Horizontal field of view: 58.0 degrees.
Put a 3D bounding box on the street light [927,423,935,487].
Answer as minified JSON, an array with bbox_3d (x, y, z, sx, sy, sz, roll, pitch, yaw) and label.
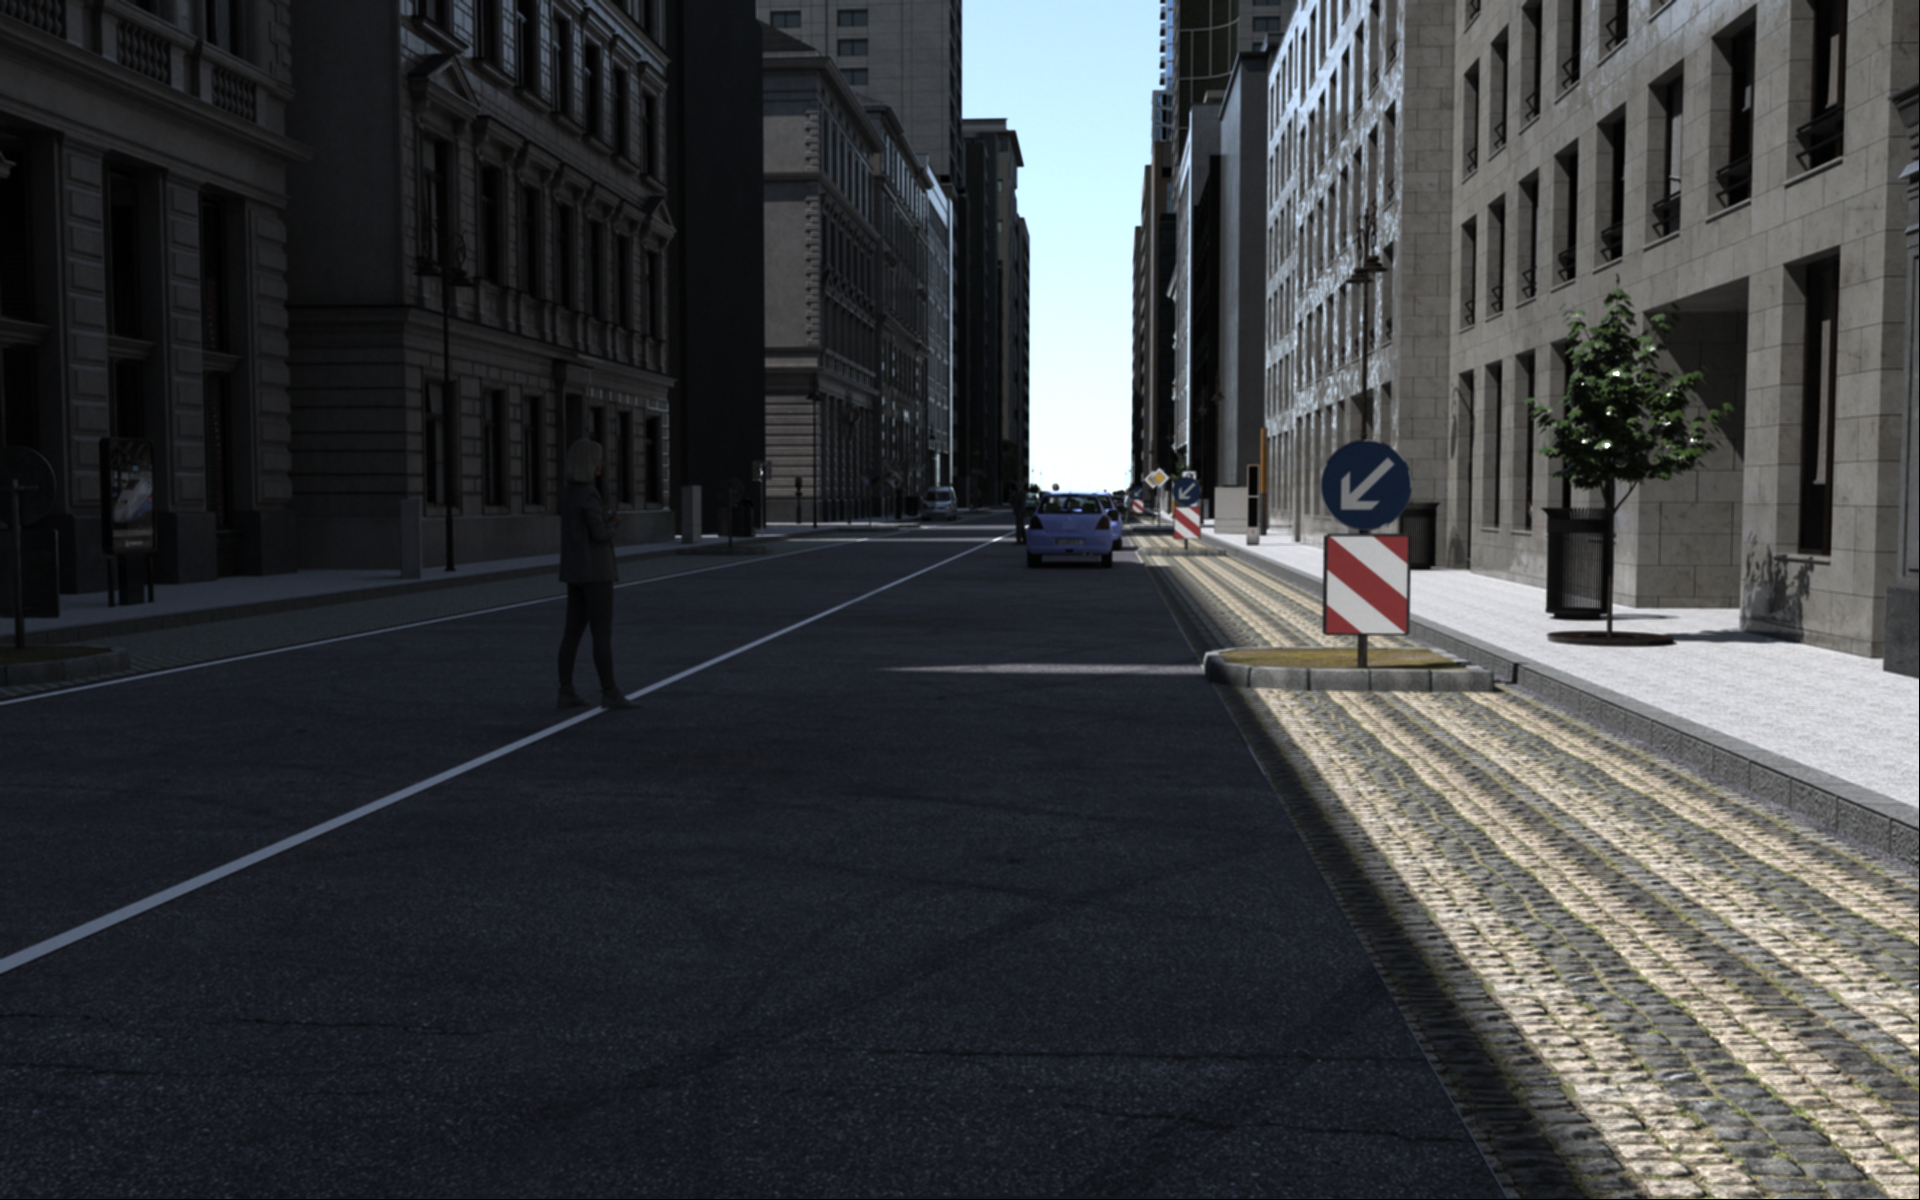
[{"bbox_3d":[-1.785,-8.456,111.051,0.468,5.910,1.993,0,4,5],"label":"street light"}]

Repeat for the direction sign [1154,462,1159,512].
[{"bbox_3d":[13.989,-8.019,123.101,0.379,3.537,0.876,-1,4,-12],"label":"direction sign"}]

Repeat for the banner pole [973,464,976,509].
[{"bbox_3d":[1.194,-9.441,144.382,0.401,3.779,0.863,1,4,21],"label":"banner pole"}]

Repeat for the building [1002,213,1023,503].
[{"bbox_3d":[2.478,-37.822,268.500,14.600,45.320,14.200,0,4,5],"label":"building"}]

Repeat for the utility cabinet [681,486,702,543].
[{"bbox_3d":[-7.026,-2.236,45.243,0.318,1.500,1.173,0,4,3],"label":"utility cabinet"}]

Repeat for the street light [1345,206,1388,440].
[{"bbox_3d":[6.581,-3.388,28.182,0.468,5.910,1.993,0,4,5],"label":"street light"}]

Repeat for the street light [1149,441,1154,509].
[{"bbox_3d":[16.553,-10.807,149.476,0.468,5.910,1.993,0,4,5],"label":"street light"}]

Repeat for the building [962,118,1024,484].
[{"bbox_3d":[-5.751,-40.272,247.683,28.713,52.752,27.495,0,4,5],"label":"building"}]

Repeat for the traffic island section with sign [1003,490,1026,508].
[{"bbox_3d":[5.329,-10.042,172.817,1.989,1.847,2.006,0,4,5],"label":"traffic island section with sign"}]

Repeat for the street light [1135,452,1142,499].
[{"bbox_3d":[19.407,-13.053,186.203,0.468,5.910,1.993,0,4,5],"label":"street light"}]

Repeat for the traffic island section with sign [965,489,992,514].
[{"bbox_3d":[1.277,-7.035,123.653,1.989,1.847,2.006,0,4,5],"label":"traffic island section with sign"}]

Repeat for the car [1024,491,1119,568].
[{"bbox_3d":[2.239,-1.554,34.997,1.945,1.707,3.694,0,4,4],"label":"car"}]

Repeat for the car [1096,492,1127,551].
[{"bbox_3d":[3.387,-2.179,45.213,1.945,1.707,3.694,0,4,6],"label":"car"}]

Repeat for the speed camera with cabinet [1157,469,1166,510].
[{"bbox_3d":[16.036,-8.719,136.889,0.660,3.252,2.038,1,4,18],"label":"speed camera with cabinet"}]

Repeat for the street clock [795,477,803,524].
[{"bbox_3d":[-6.977,-4.304,74.948,0.358,2.002,0.471,0,4,4],"label":"street clock"}]

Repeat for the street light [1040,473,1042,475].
[{"bbox_3d":[14.279,-20.392,306.198,0.468,5.910,1.993,0,4,5],"label":"street light"}]

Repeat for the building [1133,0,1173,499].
[{"bbox_3d":[38.316,-58.320,266.201,22.319,86.520,31.000,0,4,5],"label":"building"}]

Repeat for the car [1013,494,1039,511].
[{"bbox_3d":[5.183,-7.689,134.506,1.959,1.807,4.718,0,4,7],"label":"car"}]

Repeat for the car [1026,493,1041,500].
[{"bbox_3d":[5.471,-7.964,139.259,2.155,1.783,4.494,0,4,3],"label":"car"}]

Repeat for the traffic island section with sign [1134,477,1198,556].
[{"bbox_3d":[5.163,-1.952,40.543,1.989,1.847,2.006,0,4,5],"label":"traffic island section with sign"}]

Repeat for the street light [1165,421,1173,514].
[{"bbox_3d":[13.257,-8.379,109.778,0.468,5.910,1.993,0,4,5],"label":"street light"}]

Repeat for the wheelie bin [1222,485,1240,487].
[{"bbox_3d":[9.680,-3.292,61.729,0.980,1.594,0.693,-1,4,-12],"label":"wheelie bin"}]

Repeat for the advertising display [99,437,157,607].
[{"bbox_3d":[-9.622,-0.908,20.066,0.123,1.923,0.974,0,4,4],"label":"advertising display"}]

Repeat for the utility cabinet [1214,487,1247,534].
[{"bbox_3d":[8.786,-2.871,55.625,1.173,1.500,0.318,1,4,22],"label":"utility cabinet"}]

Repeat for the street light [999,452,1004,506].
[{"bbox_3d":[4.442,-13.123,187.343,0.468,5.910,1.993,0,4,5],"label":"street light"}]

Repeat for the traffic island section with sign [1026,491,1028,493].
[{"bbox_3d":[7.561,-11.701,199.938,1.989,1.847,2.006,0,4,5],"label":"traffic island section with sign"}]

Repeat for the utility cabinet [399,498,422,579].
[{"bbox_3d":[-8.431,-0.943,26.580,0.306,1.237,1.020,-1,4,-16],"label":"utility cabinet"}]

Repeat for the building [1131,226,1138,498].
[{"bbox_3d":[40.074,-40.982,293.749,21.300,48.544,21.600,0,4,5],"label":"building"}]

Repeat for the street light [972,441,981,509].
[{"bbox_3d":[1.561,-10.873,150.568,0.468,5.910,1.993,0,4,5],"label":"street light"}]

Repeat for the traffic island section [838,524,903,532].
[{"bbox_3d":[-3.450,-2.677,66.042,2.009,0.180,2.903,0,4,5],"label":"traffic island section"}]

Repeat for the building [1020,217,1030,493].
[{"bbox_3d":[0.416,-40.541,286.548,21.300,48.544,21.600,0,4,5],"label":"building"}]

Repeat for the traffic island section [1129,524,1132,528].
[{"bbox_3d":[8.159,-3.108,73.098,2.009,0.180,2.903,0,4,5],"label":"traffic island section"}]

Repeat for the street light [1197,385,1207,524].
[{"bbox_3d":[10.298,-6.159,73.480,0.468,5.910,1.993,0,4,5],"label":"street light"}]

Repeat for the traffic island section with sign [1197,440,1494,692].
[{"bbox_3d":[2.922,-0.294,13.438,1.989,1.847,2.006,0,4,5],"label":"traffic island section with sign"}]

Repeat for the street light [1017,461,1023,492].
[{"bbox_3d":[8.319,-15.942,233.439,0.468,5.910,1.993,0,4,5],"label":"street light"}]

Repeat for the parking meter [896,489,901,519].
[{"bbox_3d":[-3.182,-4.893,88.404,0.372,1.533,0.369,0,3,0],"label":"parking meter"}]

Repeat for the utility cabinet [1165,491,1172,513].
[{"bbox_3d":[14.153,-6.640,117.236,0.318,1.500,1.173,1,4,22],"label":"utility cabinet"}]

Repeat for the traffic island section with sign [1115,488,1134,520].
[{"bbox_3d":[9.650,-5.290,95.114,1.989,1.847,2.006,0,4,5],"label":"traffic island section with sign"}]

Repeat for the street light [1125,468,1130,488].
[{"bbox_3d":[26.402,-18.154,269.610,0.468,5.910,1.993,0,4,5],"label":"street light"}]

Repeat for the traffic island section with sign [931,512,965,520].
[{"bbox_3d":[-0.911,-5.392,96.786,1.989,1.847,2.006,0,4,5],"label":"traffic island section with sign"}]

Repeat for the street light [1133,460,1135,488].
[{"bbox_3d":[22.567,-15.315,223.182,0.468,5.910,1.993,0,4,5],"label":"street light"}]

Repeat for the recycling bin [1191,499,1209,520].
[{"bbox_3d":[12.106,-4.582,87.476,0.722,1.027,0.722,-1,4,-16],"label":"recycling bin"}]

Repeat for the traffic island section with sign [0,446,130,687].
[{"bbox_3d":[-7.758,-0.305,13.613,1.989,1.847,2.006,0,4,5],"label":"traffic island section with sign"}]

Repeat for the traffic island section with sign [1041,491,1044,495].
[{"bbox_3d":[14.387,-16.773,282.860,1.989,1.847,2.006,0,4,5],"label":"traffic island section with sign"}]

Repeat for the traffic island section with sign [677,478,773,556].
[{"bbox_3d":[-5.499,-1.983,41.053,1.989,1.847,2.006,0,4,5],"label":"traffic island section with sign"}]

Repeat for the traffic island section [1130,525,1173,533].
[{"bbox_3d":[7.504,-2.621,65.140,2.009,0.180,2.903,0,4,5],"label":"traffic island section"}]

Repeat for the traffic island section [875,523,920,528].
[{"bbox_3d":[-2.795,-3.163,74.000,2.009,0.180,2.903,0,4,5],"label":"traffic island section"}]

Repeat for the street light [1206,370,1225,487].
[{"bbox_3d":[9.570,-5.609,64.491,0.468,5.910,1.993,0,4,5],"label":"street light"}]

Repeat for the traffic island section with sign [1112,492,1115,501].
[{"bbox_3d":[11.866,-6.933,121.979,1.989,1.847,2.006,0,4,5],"label":"traffic island section with sign"}]

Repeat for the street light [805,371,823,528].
[{"bbox_3d":[-5.468,-5.650,65.159,0.468,5.910,1.993,0,4,5],"label":"street light"}]

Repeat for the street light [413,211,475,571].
[{"bbox_3d":[-8.492,-3.418,28.673,0.468,5.910,1.993,0,4,5],"label":"street light"}]

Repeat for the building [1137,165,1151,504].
[{"bbox_3d":[36.080,-37.768,241.205,21.300,48.544,21.600,0,4,5],"label":"building"}]

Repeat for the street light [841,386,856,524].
[{"bbox_3d":[-4.761,-6.207,74.272,0.468,5.910,1.993,0,4,5],"label":"street light"}]
